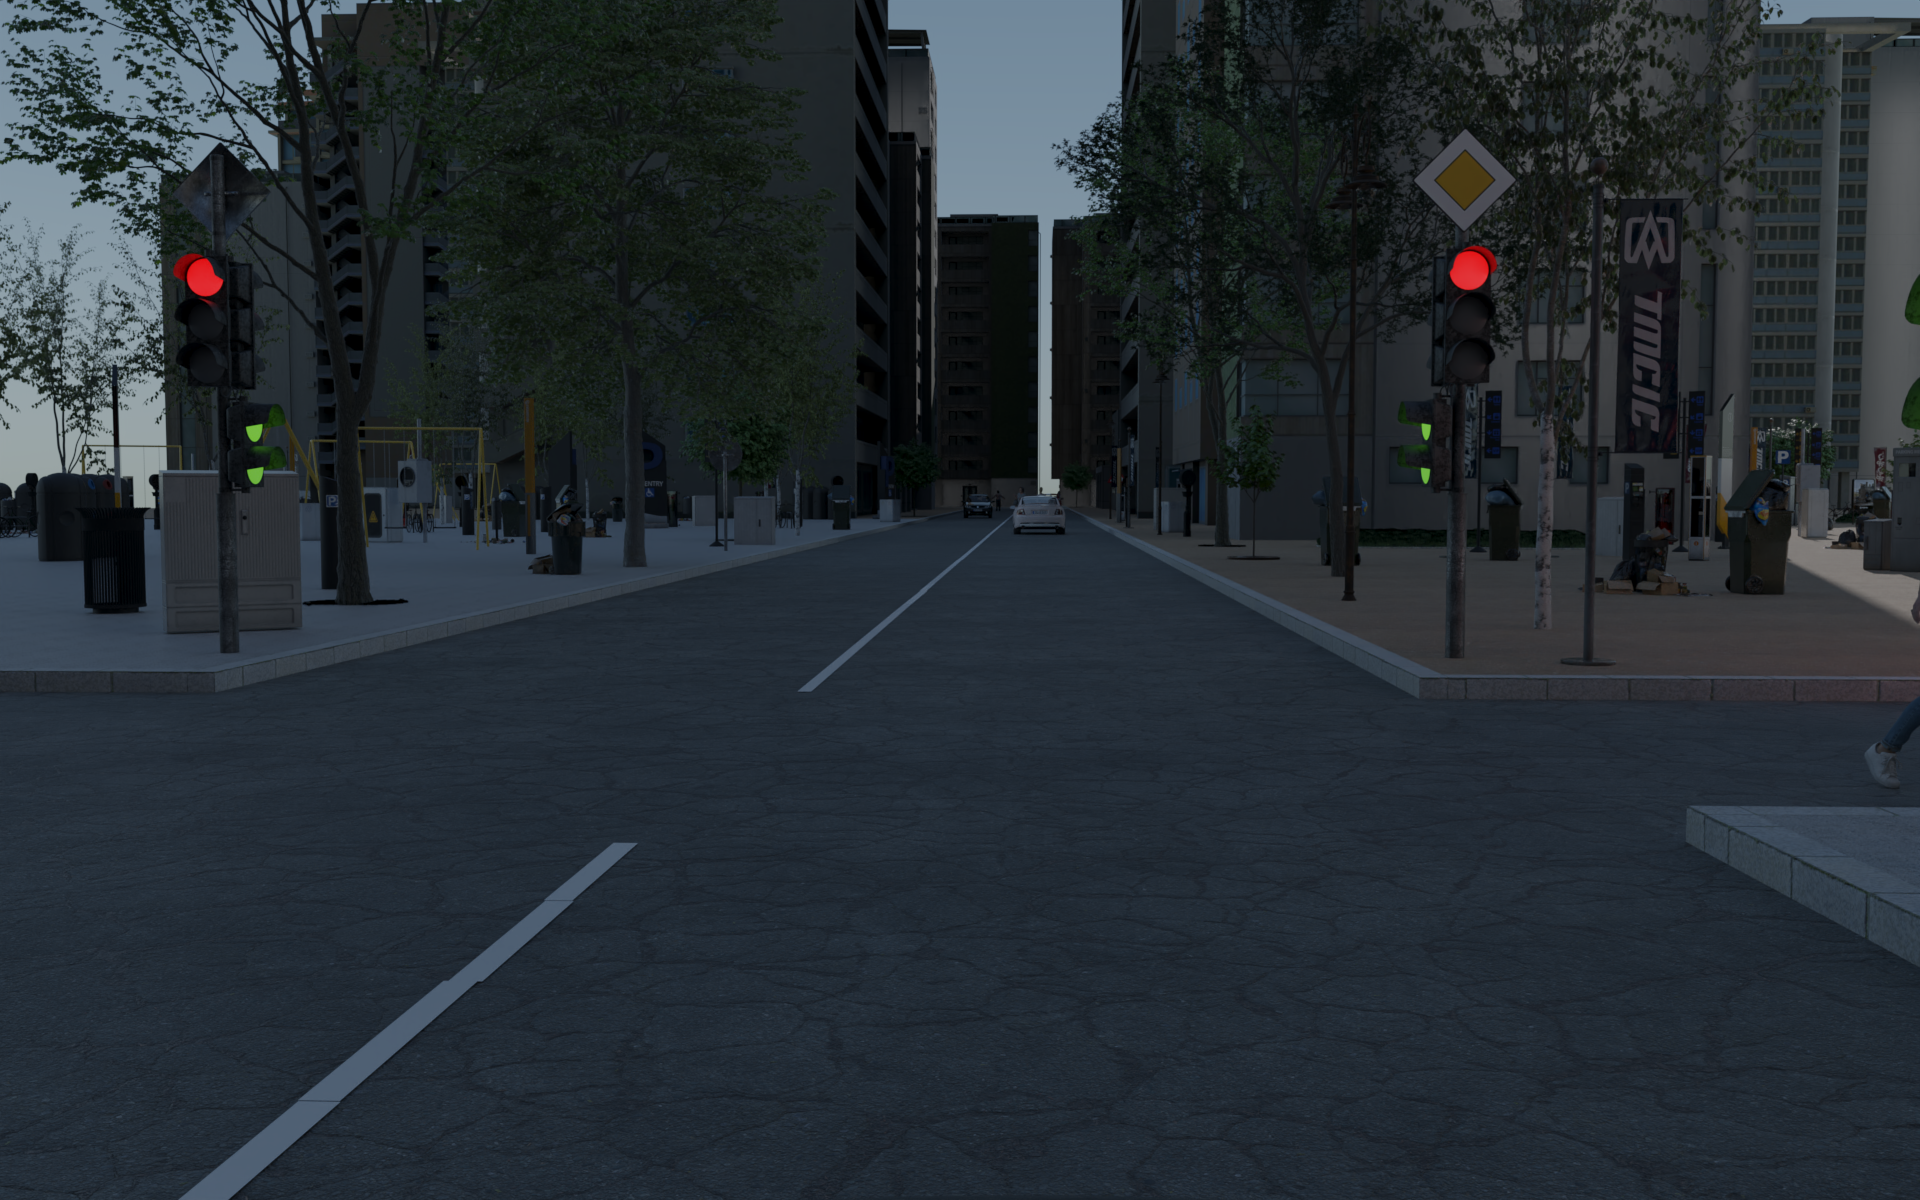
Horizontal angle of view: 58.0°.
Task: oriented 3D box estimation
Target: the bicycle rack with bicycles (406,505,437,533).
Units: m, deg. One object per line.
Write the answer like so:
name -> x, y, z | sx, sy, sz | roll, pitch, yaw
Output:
bicycle rack with bicycles -> -18.664, -2.733, 58.069 | 2.852, 0.926, 2.925 | 0, 4, 5

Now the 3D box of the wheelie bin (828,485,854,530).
wheelie bin -> -4.270, -3.322, 62.229 | 0.980, 1.594, 0.693 | 0, 4, 3

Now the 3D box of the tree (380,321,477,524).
tree -> -22.077, -7.490, 72.816 | 4.737, 8.622, 4.395 | 0, 3, 0

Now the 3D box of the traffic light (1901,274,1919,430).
traffic light -> 3.504, -1.014, 5.493 | 0.839, 4.253, 0.868 | 0, 4, 3

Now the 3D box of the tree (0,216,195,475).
tree -> -24.031, -5.898, 46.790 | 4.360, 8.622, 3.978 | 0, 3, 0

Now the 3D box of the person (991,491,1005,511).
person -> 3.163, -8.314, 145.142 | 1.217, 1.736, 0.721 | -1, 4, -12

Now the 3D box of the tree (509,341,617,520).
tree -> -18.722, -7.871, 79.058 | 4.737, 8.622, 4.395 | 0, 3, 0

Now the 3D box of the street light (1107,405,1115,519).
street light -> 7.673, -7.057, 88.170 | 0.468, 5.910, 1.993 | 0, 4, 3

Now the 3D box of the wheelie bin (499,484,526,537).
wheelie bin -> -13.403, -2.694, 51.953 | 0.693, 1.594, 0.980 | 1, 4, 12

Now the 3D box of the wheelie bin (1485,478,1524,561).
wheelie bin -> 10.509, -1.562, 33.445 | 0.693, 1.594, 0.980 | 1, 4, 21

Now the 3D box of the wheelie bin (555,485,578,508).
wheelie bin -> -13.619, -3.187, 60.020 | 0.693, 1.594, 0.980 | -2, 4, -28

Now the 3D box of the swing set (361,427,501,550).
swing set -> -12.557, -2.633, 40.672 | 3.119, 2.851, 2.862 | -1, 4, -10

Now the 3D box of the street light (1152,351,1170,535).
street light -> 6.271, -4.979, 54.187 | 0.468, 5.910, 1.993 | 0, 4, 3

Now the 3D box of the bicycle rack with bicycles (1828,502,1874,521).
bicycle rack with bicycles -> 45.335, -4.442, 86.005 | 2.925, 0.926, 2.852 | 0, 4, 0

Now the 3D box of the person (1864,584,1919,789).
person -> 4.716, 0.050, 8.363 | 0.598, 1.740, 0.731 | 3, 5, 39

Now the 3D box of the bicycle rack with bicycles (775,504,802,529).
bicycle rack with bicycles -> -7.176, -3.160, 65.043 | 2.852, 0.926, 2.925 | -1, 4, -10

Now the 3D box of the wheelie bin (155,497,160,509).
wheelie bin -> -31.764, -3.767, 69.495 | 0.693, 1.594, 0.980 | 1, 4, 9

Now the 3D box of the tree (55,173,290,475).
tree -> -17.355, -5.469, 39.784 | 4.360, 8.622, 3.978 | 0, 3, 0

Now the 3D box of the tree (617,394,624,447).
tree -> -17.953, -8.188, 84.243 | 4.737, 8.622, 4.395 | 0, 3, 0

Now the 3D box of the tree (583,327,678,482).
tree -> -13.160, -7.351, 70.550 | 4.360, 8.622, 3.978 | 0, 3, 0

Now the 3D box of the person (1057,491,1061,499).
person -> 9.213, -9.306, 161.329 | 0.621, 1.740, 0.551 | -1, 4, -9

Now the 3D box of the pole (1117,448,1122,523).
pole -> 7.108, -5.099, 77.206 | 0.158, 3.312, 0.155 | 0, 3, 0

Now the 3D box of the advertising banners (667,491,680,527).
advertising banners -> -11.805, -4.343, 67.200 | 2.074, 3.025, 0.090 | 1, 4, 21

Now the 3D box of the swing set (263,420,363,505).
swing set -> -13.339, -2.220, 33.910 | 2.862, 2.851, 3.119 | -1, 4, -21

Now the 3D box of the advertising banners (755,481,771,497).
advertising banners -> -9.649, -5.450, 85.299 | 0.090, 3.025, 2.074 | 1, 4, 16

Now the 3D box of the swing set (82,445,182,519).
swing set -> -26.566, -3.533, 55.378 | 3.119, 2.851, 2.862 | -2, 4, -23

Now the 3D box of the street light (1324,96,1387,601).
street light -> 4.683, -2.929, 20.673 | 0.468, 5.910, 1.993 | 0, 4, 3

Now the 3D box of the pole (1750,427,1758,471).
pole -> 24.212, -3.612, 52.891 | 0.158, 3.312, 0.155 | 0, 3, 0

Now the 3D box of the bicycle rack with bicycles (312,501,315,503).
bicycle rack with bicycles -> -32.489, -4.617, 88.876 | 2.925, 0.926, 2.852 | -3, 5, -41

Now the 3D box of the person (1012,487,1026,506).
person -> 2.789, -4.511, 82.615 | 0.716, 1.782, 0.532 | 3, 5, 40

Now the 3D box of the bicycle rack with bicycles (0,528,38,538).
bicycle rack with bicycles -> -28.481, -2.296, 50.917 | 2.852, 0.926, 2.925 | 3, 4, 37

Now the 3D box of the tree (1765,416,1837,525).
tree -> 35.195, -5.446, 72.756 | 4.285, 4.588, 4.351 | 0, 3, 0

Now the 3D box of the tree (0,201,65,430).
tree -> -23.685, -5.540, 40.940 | 4.737, 8.622, 4.395 | 0, 3, 0

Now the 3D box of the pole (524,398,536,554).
pole -> -9.154, -2.631, 36.867 | 0.158, 3.312, 0.155 | 0, 3, 0

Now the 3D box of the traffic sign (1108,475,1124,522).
traffic sign -> 7.333, -4.942, 80.803 | 0.884, 2.594, 0.081 | 1, 4, 11

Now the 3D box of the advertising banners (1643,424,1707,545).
advertising banners -> 17.847, -2.917, 43.880 | 0.090, 3.025, 2.074 | -3, 5, -45

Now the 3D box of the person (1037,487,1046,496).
person -> 3.690, -4.030, 75.056 | 0.731, 1.740, 0.598 | -3, 5, -40

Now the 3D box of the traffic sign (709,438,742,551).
traffic sign -> -5.278, -2.377, 38.964 | 0.768, 2.556, 0.104 | 0, 4, 6

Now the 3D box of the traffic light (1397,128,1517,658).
traffic light -> 3.861, -1.501, 13.470 | 0.839, 4.253, 0.868 | 0, 4, 3

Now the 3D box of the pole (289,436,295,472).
pole -> -23.422, -4.095, 60.800 | 0.158, 3.312, 0.155 | 0, 3, 0

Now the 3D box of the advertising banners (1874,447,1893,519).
advertising banners -> 34.545, -4.131, 63.724 | 0.090, 3.025, 2.074 | -2, 4, -28

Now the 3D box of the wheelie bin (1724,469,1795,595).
wheelie bin -> 10.296, -0.881, 22.318 | 0.693, 1.594, 0.980 | 0, 4, 1

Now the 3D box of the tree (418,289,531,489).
tree -> -17.715, -6.878, 62.819 | 4.360, 8.622, 3.978 | 0, 3, 0

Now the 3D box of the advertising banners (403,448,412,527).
advertising banners -> -20.847, -4.196, 64.788 | 0.090, 3.025, 2.074 | 0, 4, 6

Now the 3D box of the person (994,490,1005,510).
person -> 3.243, -8.405, 146.650 | 1.217, 1.736, 0.721 | -1, 4, -9

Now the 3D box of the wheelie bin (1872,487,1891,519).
wheelie bin -> 36.325, -3.687, 68.195 | 0.693, 1.594, 0.980 | 3, 5, 42

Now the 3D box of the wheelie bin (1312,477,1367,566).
wheelie bin -> 6.791, -1.420, 31.126 | 0.980, 1.594, 0.693 | 0, 4, -3

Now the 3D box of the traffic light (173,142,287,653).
traffic light -> -5.891, -1.527, 13.889 | 0.839, 4.253, 0.868 | 0, 4, 3

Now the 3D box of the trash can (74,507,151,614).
trash can -> -9.147, -0.433, 18.734 | 0.748, 1.137, 0.748 | 0, 3, 0
